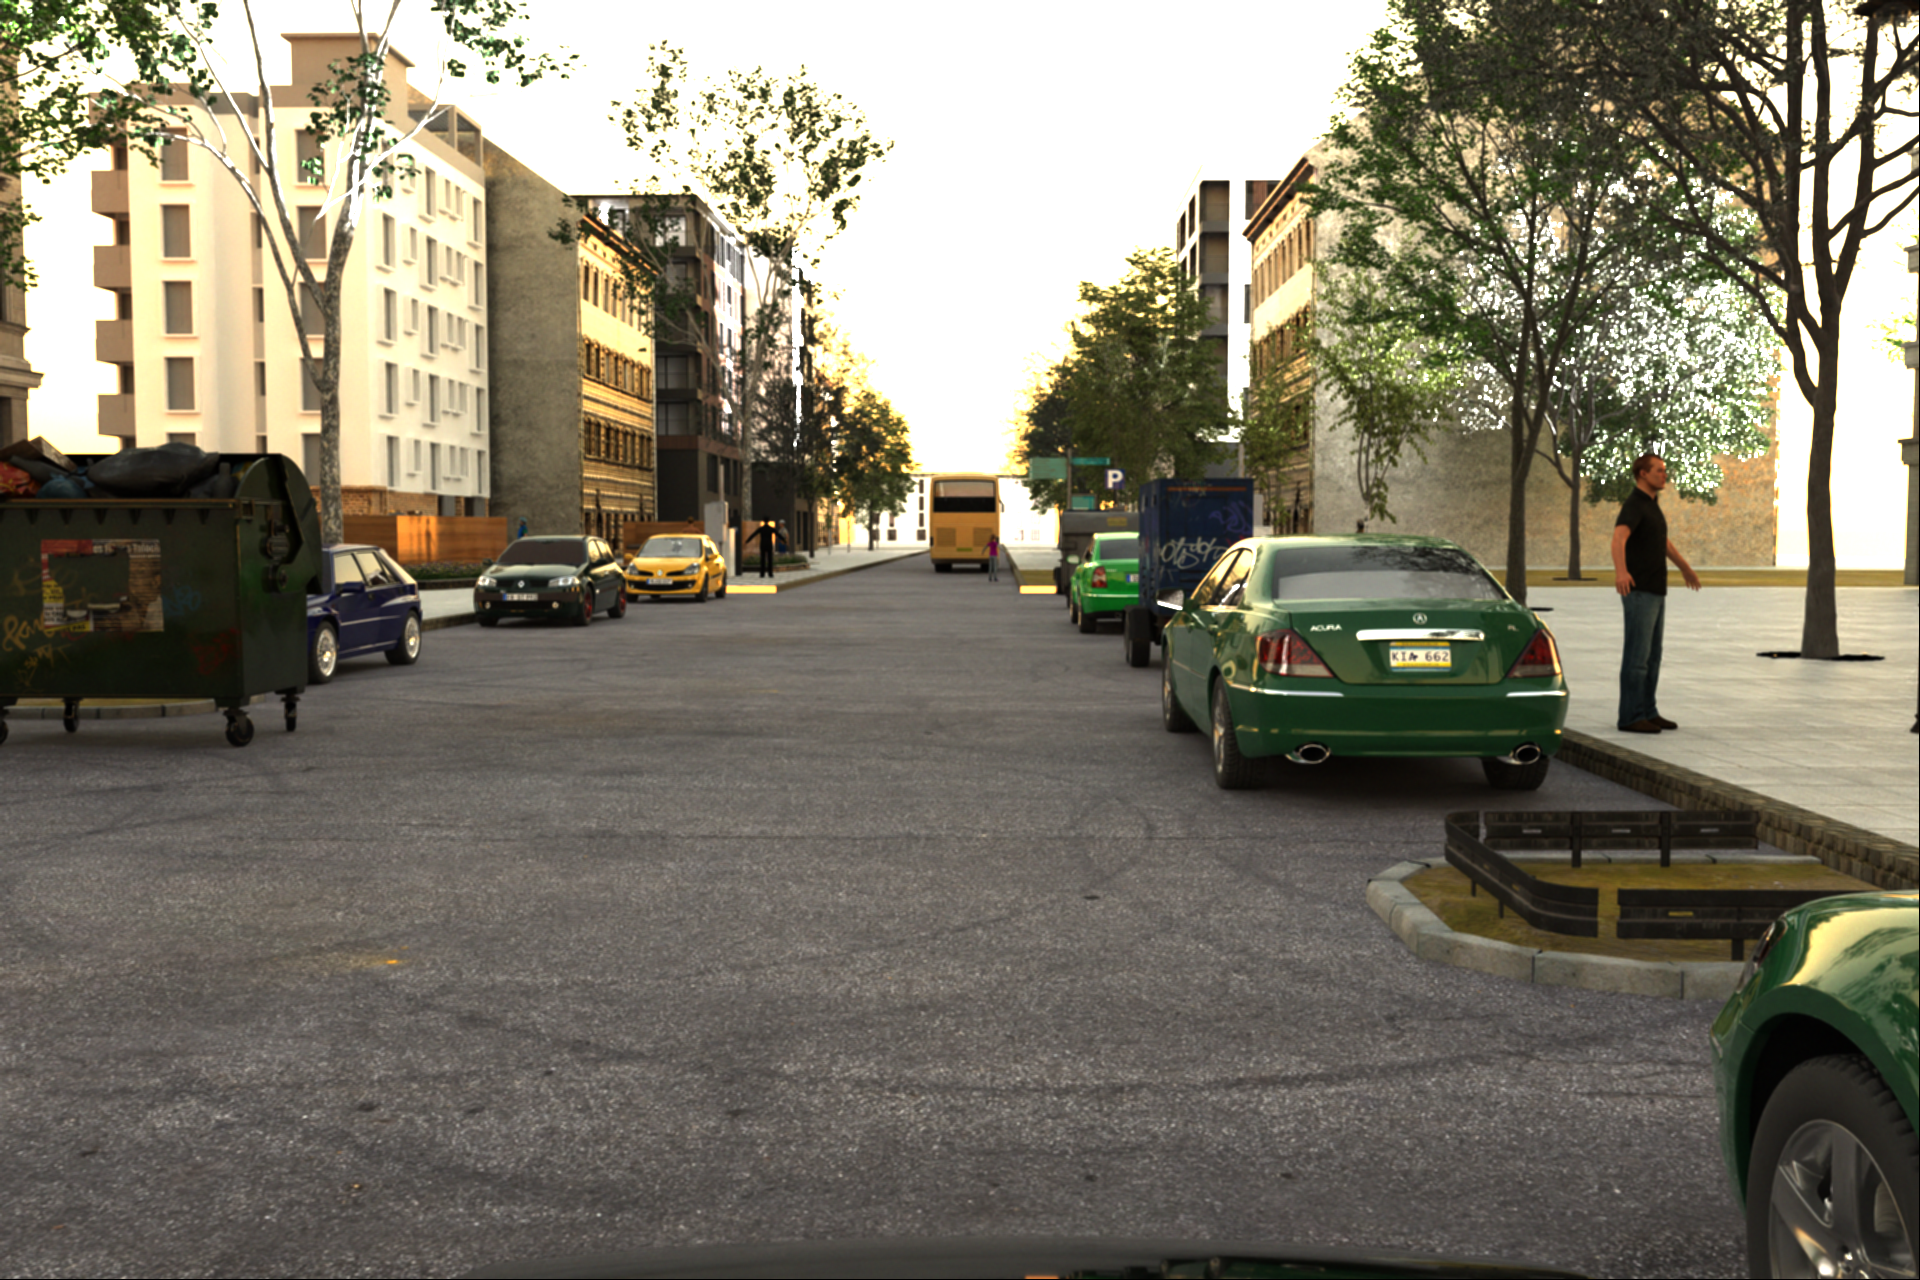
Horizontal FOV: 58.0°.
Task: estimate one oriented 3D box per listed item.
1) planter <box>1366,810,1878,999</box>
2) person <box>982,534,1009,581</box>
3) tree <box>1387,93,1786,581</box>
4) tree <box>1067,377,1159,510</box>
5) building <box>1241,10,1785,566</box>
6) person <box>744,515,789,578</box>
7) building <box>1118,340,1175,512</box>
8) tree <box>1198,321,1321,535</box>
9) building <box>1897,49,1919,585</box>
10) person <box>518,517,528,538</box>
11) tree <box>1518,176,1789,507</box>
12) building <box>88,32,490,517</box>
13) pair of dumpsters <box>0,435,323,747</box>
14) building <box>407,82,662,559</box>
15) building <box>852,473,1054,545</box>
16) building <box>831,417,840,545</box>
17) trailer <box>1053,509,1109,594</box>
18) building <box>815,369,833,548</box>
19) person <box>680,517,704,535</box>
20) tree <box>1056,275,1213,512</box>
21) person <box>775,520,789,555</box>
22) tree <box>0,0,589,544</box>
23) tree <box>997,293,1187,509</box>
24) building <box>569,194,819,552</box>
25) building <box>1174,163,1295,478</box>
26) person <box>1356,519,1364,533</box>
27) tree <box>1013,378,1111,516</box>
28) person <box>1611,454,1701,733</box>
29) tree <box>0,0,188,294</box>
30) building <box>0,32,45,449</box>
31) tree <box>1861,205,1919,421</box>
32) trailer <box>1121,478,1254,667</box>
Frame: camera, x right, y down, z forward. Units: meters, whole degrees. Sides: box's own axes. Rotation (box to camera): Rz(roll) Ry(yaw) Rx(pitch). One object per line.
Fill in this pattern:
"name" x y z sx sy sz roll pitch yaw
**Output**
"planter" 2.559 0.907 6.313 1.991 0.319 1.994 0 4 2
"person" 1.044 -2.491 52.446 0.991 1.433 0.599 3 4 37
"tree" 17.003 -8.410 47.866 12.009 13.543 11.850 0 3 0
"tree" 6.615 -7.817 78.173 4.737 8.622 4.395 0 3 0
"building" 23.590 -15.096 77.752 19.493 23.208 18.063 0 4 2
"person" -5.723 -2.769 51.214 1.347 1.837 0.705 0 4 -5
"building" 24.624 -18.287 165.442 16.747 18.905 31.486 0 4 1
"tree" 10.475 -6.646 59.023 4.737 8.622 4.395 0 3 0
"building" 25.844 -11.320 31.755 8.464 21.280 15.925 0 4 1
"person" -13.915 -2.989 54.996 0.704 1.817 1.347 -2 4 -24
"tree" 24.316 -9.426 60.764 9.857 13.997 8.962 0 3 0
"building" -26.995 -12.872 66.879 16.016 20.090 11.380 0 4 2
"pair of dumpsters" -6.881 -0.433 12.037 4.436 2.255 1.574 0 4 1
"building" -26.884 -15.852 90.110 19.493 23.208 18.063 0 4 1
"building" -0.838 -17.904 237.334 28.070 9.664 9.099 0 4 -8
"building" -24.666 -23.240 210.902 19.493 23.208 18.063 0 4 1
"trailer" 3.007 -2.144 42.106 1.471 1.999 3.904 0 4 1
"building" -22.485 -20.509 166.249 19.493 23.208 18.063 0 4 1
"person" -7.081 -2.373 45.601 1.217 1.733 0.721 -1 4 -8
"tree" 4.402 -6.091 49.958 4.360 8.622 3.978 0 3 0
"person" -7.077 -3.844 68.712 0.705 1.847 1.347 -2 4 -33
"tree" -12.811 -10.869 33.606 12.611 20.169 13.585 0 3 0
"tree" 6.963 -10.819 87.265 12.009 13.543 11.850 0 3 0
"building" -25.734 -16.940 120.949 27.936 21.610 32.646 0 4 2
"building" 27.591 -16.390 111.953 27.936 21.610 32.646 0 4 1
"person" 14.883 -3.587 64.413 0.705 1.858 1.354 0 4 -7
"tree" 7.392 -12.424 121.260 7.486 12.596 7.792 0 3 0
"person" 4.487 -0.310 11.281 0.705 1.803 1.348 3 5 41
"tree" -12.821 -5.750 19.761 9.928 11.665 9.643 0 3 0
"building" -29.487 -10.744 25.627 10.553 20.879 40.483 0 4 2
"tree" 28.300 -7.375 46.331 9.928 11.665 9.643 0 3 0
"trailer" 2.565 -0.771 19.655 1.471 1.999 3.904 0 4 1
